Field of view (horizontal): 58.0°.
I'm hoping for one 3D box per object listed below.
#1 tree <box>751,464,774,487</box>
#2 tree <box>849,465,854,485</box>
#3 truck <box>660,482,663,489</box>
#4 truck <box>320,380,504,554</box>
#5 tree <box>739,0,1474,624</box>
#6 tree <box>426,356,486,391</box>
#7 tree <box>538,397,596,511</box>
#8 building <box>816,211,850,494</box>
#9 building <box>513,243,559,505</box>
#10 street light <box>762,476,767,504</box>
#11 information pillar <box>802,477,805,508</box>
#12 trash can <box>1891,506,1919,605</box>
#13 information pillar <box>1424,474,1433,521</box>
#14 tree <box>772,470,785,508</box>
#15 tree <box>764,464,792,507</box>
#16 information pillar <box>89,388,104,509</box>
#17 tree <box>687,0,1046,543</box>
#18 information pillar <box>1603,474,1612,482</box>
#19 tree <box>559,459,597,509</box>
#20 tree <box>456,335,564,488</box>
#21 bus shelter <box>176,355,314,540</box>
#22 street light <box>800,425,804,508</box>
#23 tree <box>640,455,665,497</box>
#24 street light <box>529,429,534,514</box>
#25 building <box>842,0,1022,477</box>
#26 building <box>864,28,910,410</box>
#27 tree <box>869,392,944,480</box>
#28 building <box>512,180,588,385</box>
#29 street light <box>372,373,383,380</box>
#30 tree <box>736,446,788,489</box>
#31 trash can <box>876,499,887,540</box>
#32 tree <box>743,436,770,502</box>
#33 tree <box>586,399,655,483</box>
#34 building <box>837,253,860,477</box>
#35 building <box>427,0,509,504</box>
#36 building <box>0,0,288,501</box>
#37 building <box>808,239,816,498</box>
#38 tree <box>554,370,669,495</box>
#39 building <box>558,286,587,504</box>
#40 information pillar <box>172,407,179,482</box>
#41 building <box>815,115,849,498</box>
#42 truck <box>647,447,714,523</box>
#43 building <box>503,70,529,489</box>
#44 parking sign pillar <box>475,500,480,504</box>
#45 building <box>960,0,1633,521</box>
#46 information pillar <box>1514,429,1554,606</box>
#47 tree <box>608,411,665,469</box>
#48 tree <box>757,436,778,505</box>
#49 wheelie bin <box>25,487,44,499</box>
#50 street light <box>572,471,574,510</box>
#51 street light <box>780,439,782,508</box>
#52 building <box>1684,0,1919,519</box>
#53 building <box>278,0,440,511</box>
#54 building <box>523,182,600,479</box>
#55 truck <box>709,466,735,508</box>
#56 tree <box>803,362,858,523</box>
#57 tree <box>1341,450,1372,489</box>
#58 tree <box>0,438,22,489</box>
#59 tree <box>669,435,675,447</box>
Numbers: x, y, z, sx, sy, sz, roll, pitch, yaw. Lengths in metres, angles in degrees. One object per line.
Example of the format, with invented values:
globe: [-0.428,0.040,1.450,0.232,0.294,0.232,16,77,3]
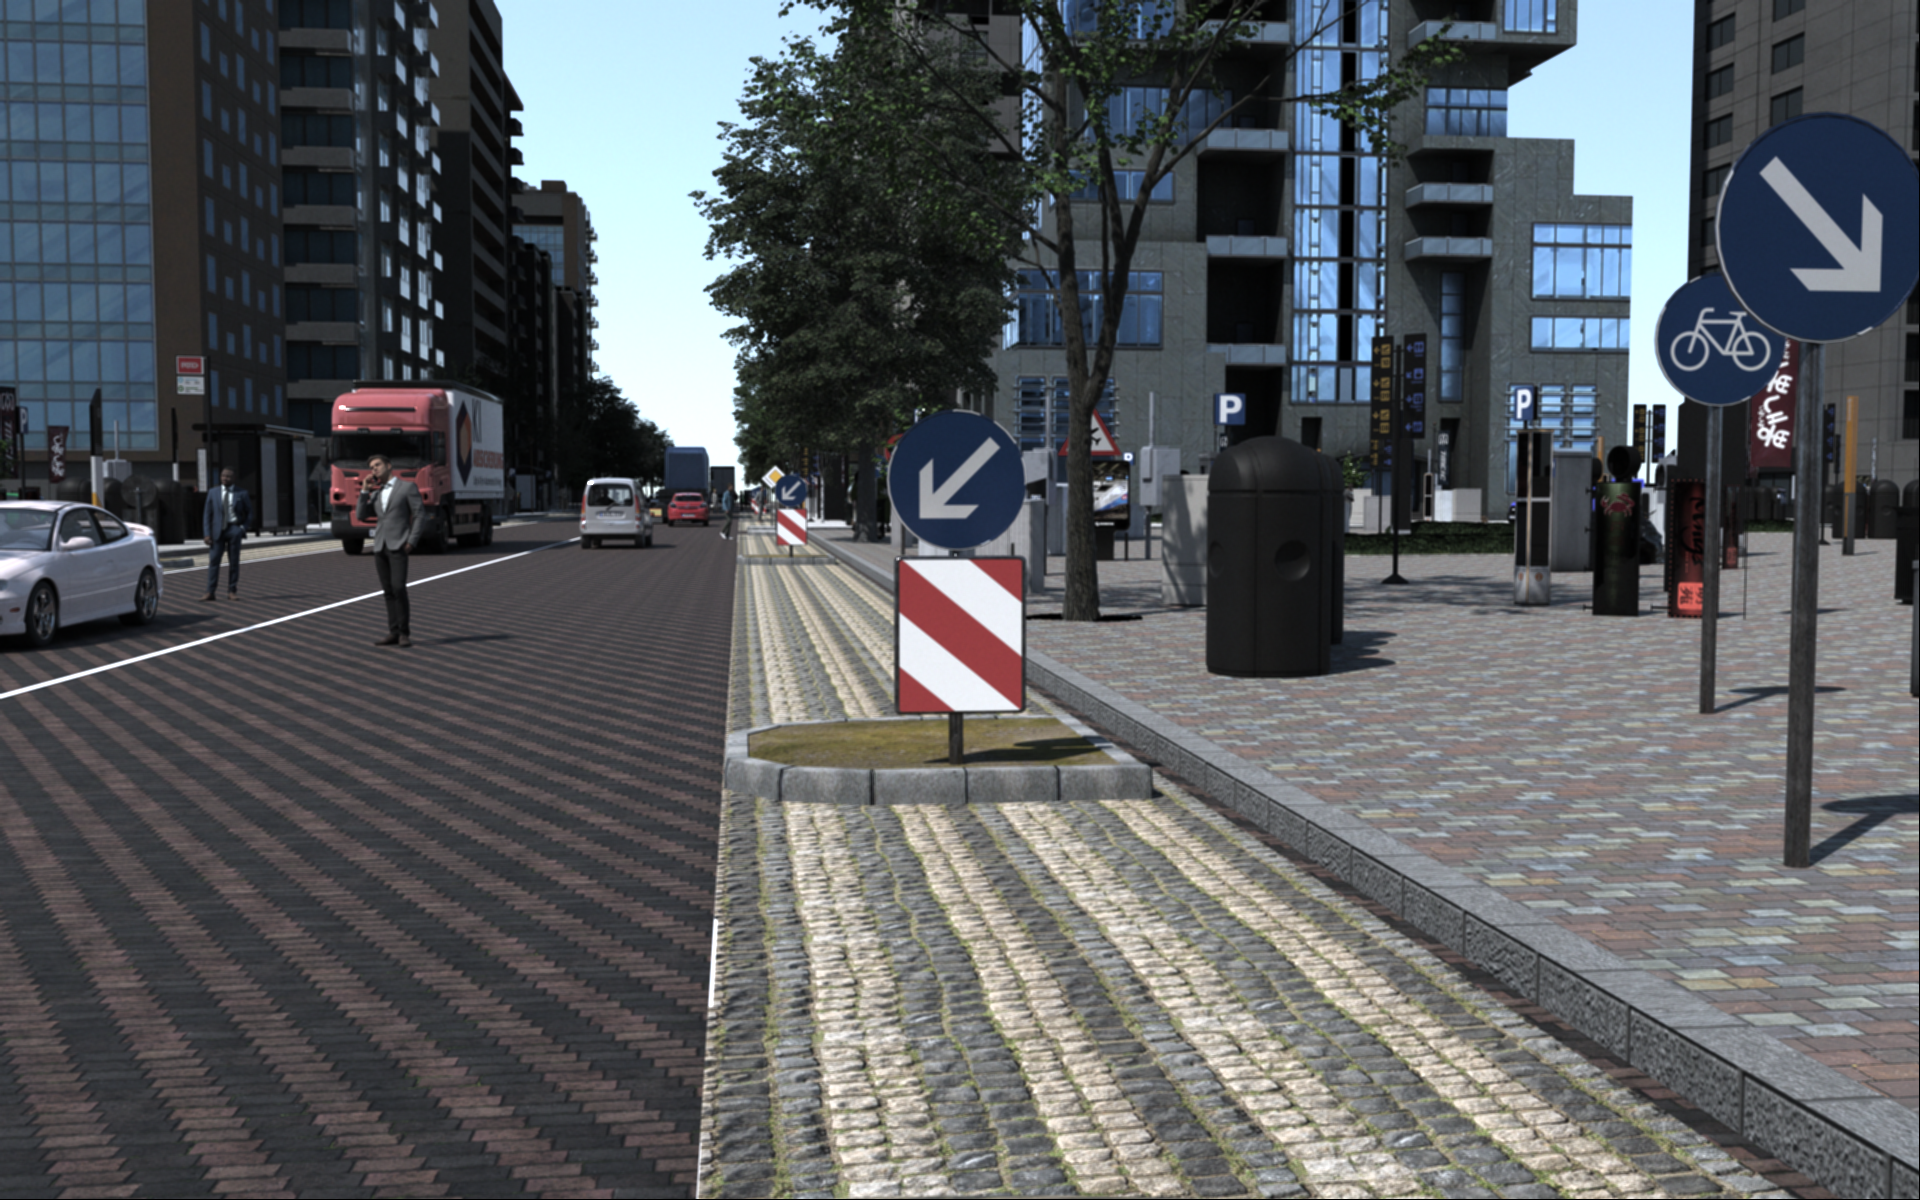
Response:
tree: [-29.694,-18.973,260.577,4.360,8.622,3.978,0,3,0]
tree: [-6.714,-6.386,99.014,1.663,3.219,1.824,0,3,0]
truck: [-33.724,-12.840,205.852,3.469,3.379,9.791,0,4,-8]
truck: [-13.909,-3.421,44.843,2.839,4.237,11.283,0,4,-6]
tree: [1.374,-5.607,17.431,9.928,11.665,9.643,0,3,0]
tree: [-26.895,-8.640,91.634,4.737,8.622,4.395,0,3,0]
tree: [-31.375,-11.504,138.453,4.360,8.622,3.978,0,3,0]
building: [-14.005,-34.820,252.908,14.154,41.232,14.086,0,4,-7]
building: [-54.012,-25.995,196.720,14.160,30.474,14.107,0,4,-7]
street light: [-28.826,-17.138,252.989,0.468,5.910,1.993,0,4,-7]
information pillar: [-8.680,-6.403,96.044,0.183,3.616,0.504,0,4,-8]
trash can: [11.190,-0.515,20.072,0.748,1.137,0.748,0,3,0]
information pillar: [17.226,-3.623,63.727,0.304,2.012,0.304,1,4,14]
tree: [-13.841,-8.591,135.063,1.663,3.219,1.824,0,3,0]
tree: [-18.214,-11.597,173.331,4.285,4.588,4.351,0,3,0]
information pillar: [-18.931,-2.854,38.015,0.183,3.616,0.504,0,4,-7]
tree: [-2.522,-8.479,45.293,9.857,13.997,8.962,0,3,0]
information pillar: [23.832,-3.635,63.926,0.304,2.012,0.304,-3,5,-42]
tree: [-32.461,-9.987,146.995,4.285,4.588,4.351,0,3,0]
tree: [-27.278,-10.276,102.427,8.767,10.594,7.601,2,4,25]
bus shelter: [-21.899,-4.605,52.917,2.179,5.291,8.768,0,4,-7]
street light: [-8.604,-7.386,93.540,0.468,5.910,1.993,0,4,-7]
tree: [-48.147,-20.219,264.984,7.601,10.594,8.767,2,4,26]
street light: [-28.246,-8.651,114.232,0.468,5.910,1.993,0,4,-7]
building: [2.481,-36.431,184.884,28.713,52.752,27.495,0,4,-7]
building: [-1.601,-31.407,163.621,14.600,45.320,14.200,0,4,-7]
tree: [-0.707,-2.354,33.091,1.663,3.219,1.824,0,3,0]
building: [-61.465,-36.704,250.220,14.600,45.320,14.200,0,4,-7]
street light: [-22.263,-5.722,66.335,0.468,5.910,1.993,0,4,-7]
tree: [-32.894,-22.877,291.045,9.611,12.733,9.660,0,3,0]
trash can: [-2.424,-2.278,48.895,0.748,1.137,0.748,0,3,0]
tree: [-30.064,-21.458,268.960,7.486,12.596,7.792,0,3,0]
tree: [-40.742,-17.569,204.264,9.611,12.733,9.660,0,3,0]
building: [-7.641,-26.515,205.214,14.160,30.474,14.107,0,4,-7]
building: [-51.404,-32.130,149.030,21.300,48.544,21.600,0,4,-7]
building: [-40.510,-26.298,80.082,14.600,45.320,14.200,0,4,-7]
building: [-18.636,-39.443,295.000,14.600,45.320,14.200,0,4,-7]
tree: [-37.006,-16.604,178.133,9.857,13.997,8.962,0,3,0]
building: [-58.684,-28.429,236.507,14.160,30.474,14.107,0,4,-7]
information pillar: [-21.218,-3.396,46.873,0.183,3.616,0.504,-1,4,-18]
building: [-12.416,-44.762,273.858,21.231,58.520,28.212,0,4,-7]
truck: [-14.985,-6.279,92.419,2.967,4.110,18.799,0,4,-5]
building: [-55.803,-31.767,174.018,22.147,44.769,28.867,0,4,-7]
parking sign pillar: [-27.223,-6.609,96.535,1.447,3.967,1.447,2,4,33]
building: [15.629,-47.431,88.163,31.000,86.520,22.319,0,4,-7]
information pillar: [6.578,-0.940,19.866,0.304,2.012,0.304,-1,4,-12]
tree: [-45.181,-19.934,236.283,12.009,13.543,11.850,0,3,0]
tree: [-21.707,-15.386,201.931,4.737,8.622,4.395,0,3,0]
wheelie bin: [-39.296,-3.999,73.296,0.980,1.594,0.693,-1,4,-20]
street light: [-31.871,-10.378,142.473,0.468,5.910,1.993,0,4,-7]
street light: [-14.674,-10.350,142.009,0.468,5.910,1.993,0,4,-7]
building: [53.240,-39.833,89.519,20.611,71.187,20.563,0,4,-7]
building: [-47.782,-30.393,116.541,23.786,49.044,30.456,0,4,-7]
building: [-68.422,-39.883,271.692,23.786,49.044,30.456,0,4,-7]
truck: [-24.693,-11.670,179.713,2.839,4.237,11.283,-1,4,-8]
tree: [-5.842,-7.705,76.346,4.360,8.622,3.978,0,3,0]
tree: [17.273,-5.050,77.170,1.663,3.219,1.824,0,3,0]
tree: [-18.392,-2.304,32.265,1.663,3.219,1.824,0,3,0]
tree: [-51.233,-23.329,288.084,9.857,13.997,8.962,0,3,0]
